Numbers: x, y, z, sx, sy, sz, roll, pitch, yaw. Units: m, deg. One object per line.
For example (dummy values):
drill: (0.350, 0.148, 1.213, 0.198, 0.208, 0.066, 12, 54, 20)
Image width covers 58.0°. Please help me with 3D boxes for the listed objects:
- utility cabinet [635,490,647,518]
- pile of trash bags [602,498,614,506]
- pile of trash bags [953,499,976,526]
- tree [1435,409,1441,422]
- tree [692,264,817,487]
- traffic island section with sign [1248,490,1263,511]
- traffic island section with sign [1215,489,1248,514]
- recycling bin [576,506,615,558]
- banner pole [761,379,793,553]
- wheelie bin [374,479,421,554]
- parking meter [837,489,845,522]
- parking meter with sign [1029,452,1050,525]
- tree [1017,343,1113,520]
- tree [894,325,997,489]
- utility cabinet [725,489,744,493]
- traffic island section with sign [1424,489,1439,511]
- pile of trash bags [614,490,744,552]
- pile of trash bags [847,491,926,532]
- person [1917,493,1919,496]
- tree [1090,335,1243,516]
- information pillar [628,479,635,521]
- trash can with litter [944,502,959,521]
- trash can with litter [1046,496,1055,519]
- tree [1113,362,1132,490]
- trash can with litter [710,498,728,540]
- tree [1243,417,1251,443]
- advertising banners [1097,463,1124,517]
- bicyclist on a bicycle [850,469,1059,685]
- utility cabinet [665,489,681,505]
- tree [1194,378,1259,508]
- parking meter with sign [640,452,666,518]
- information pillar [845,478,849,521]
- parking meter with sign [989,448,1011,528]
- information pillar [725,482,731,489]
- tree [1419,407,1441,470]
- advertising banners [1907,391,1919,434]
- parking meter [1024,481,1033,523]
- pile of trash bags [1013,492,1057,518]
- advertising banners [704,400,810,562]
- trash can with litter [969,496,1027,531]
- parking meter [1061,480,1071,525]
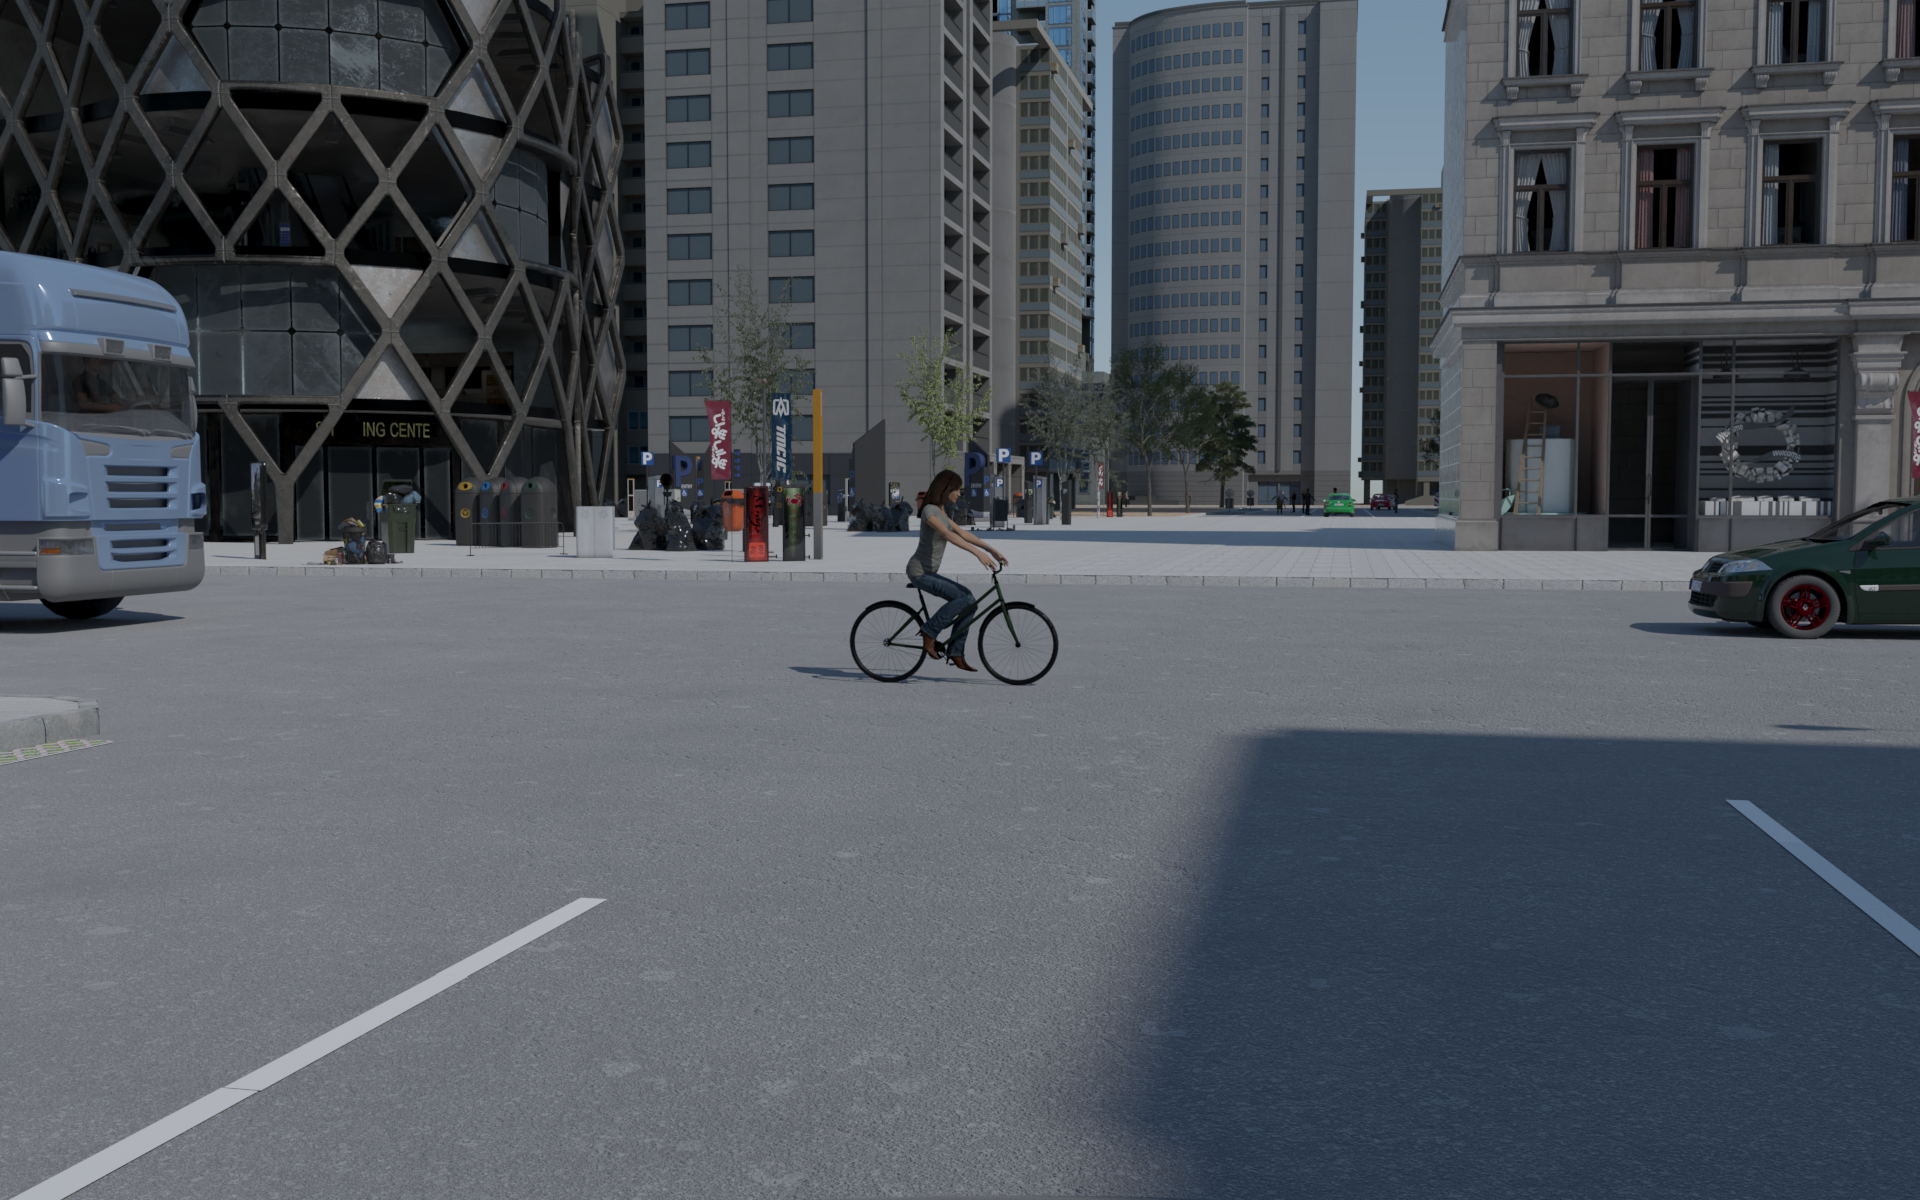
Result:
utility cabinet: (-16.856, -5.078, 91.702, 1.173, 1.500, 0.318, 3, 5, 41)
pile of trash bags: (-18.580, -5.180, 94.441, 3.447, 1.369, 1.912, 3, 5, 40)
pile of trash bags: (-0.676, -3.683, 69.973, 1.912, 1.369, 3.447, 1, 4, 21)
tree: (40.378, -13.755, 132.314, 7.806, 13.903, 7.818, 0, 3, 0)
tree: (-6.347, -6.405, 55.081, 4.360, 8.622, 3.978, 0, 3, 0)
traffic island section with sign: (25.327, -8.681, 150.556, 1.989, 1.847, 2.006, 1, 4, 12)
traffic island section with sign: (19.202, -6.992, 122.943, 1.989, 1.847, 2.006, 1, 4, 12)
recycling bin: (-7.377, -1.377, 35.075, 0.722, 1.027, 0.722, 0, 4, -7)
banner pole: (-4.036, -2.917, 37.716, 0.863, 3.779, 0.401, -2, 4, -27)
wheelie bin: (-12.151, -1.813, 37.548, 0.980, 1.594, 0.693, -3, 4, -37)
parking meter: (-5.511, -4.401, 80.366, 0.372, 1.533, 0.369, 0, 3, 0)
parking meter with sign: (3.349, -4.634, 72.023, 0.543, 3.016, 1.738, 1, 4, 15)
tree: (4.890, -8.167, 83.895, 4.360, 8.622, 3.978, 0, 3, 0)
tree: (-0.847, -7.666, 75.694, 4.737, 8.622, 4.395, 0, 3, 0)
utility cabinet: (-9.865, -4.188, 77.147, 1.173, 1.500, 0.318, 1, 4, 20)
traffic island section with sign: (40.215, -8.417, 146.250, 1.989, 1.847, 2.006, 1, 4, 12)
pile of trash bags: (-5.982, -1.806, 39.275, 3.447, 1.369, 1.912, 3, 5, 44)
pile of trash bags: (-2.240, -3.003, 58.858, 3.447, 1.369, 1.912, 3, 5, 40)
person: (11.349, -0.679, 19.856, 0.529, 1.795, 0.600, -2, 4, -31)
tree: (11.194, -10.183, 100.902, 8.767, 10.594, 7.601, 1, 4, 20)
information pillar: (-15.925, -4.856, 83.894, 0.304, 2.012, 0.304, 0, 4, -4)
trash can with litter: (-0.531, -2.573, 53.454, 0.624, 1.170, 1.055, 2, 4, 26)
trash can with litter: (4.252, -4.650, 87.419, 1.055, 1.170, 0.624, -1, 4, -12)
tree: (7.251, -8.599, 90.955, 4.360, 8.622, 3.978, 0, 3, 0)
trash can with litter: (-6.856, -2.260, 48.341, 0.624, 1.170, 1.055, -2, 4, -33)
tree: (15.369, -11.152, 116.748, 8.767, 10.594, 7.601, 0, 4, 0)
advertising banners: (8.295, -6.076, 95.524, 2.074, 3.025, 0.090, -3, 5, -40)
bicyclist on a bicycle: (-0.049, -0.183, 13.015, 1.625, 1.676, 1.499, 1, 4, 11)
utility cabinet: (-13.134, -4.319, 79.295, 0.318, 1.500, 1.173, -2, 4, -31)
tree: (24.721, -14.707, 162.517, 6.751, 12.117, 7.091, 0, 3, 0)
parking meter with sign: (-12.453, -4.562, 70.846, 0.543, 3.016, 1.738, -2, 4, -34)
information pillar: (-5.223, -4.713, 81.551, 0.304, 2.012, 0.304, -1, 4, -18)
parking meter with sign: (1.476, -4.296, 66.506, 0.543, 3.016, 1.738, -1, 4, -12)
information pillar: (-13.566, -5.931, 101.461, 0.304, 2.012, 0.304, 1, 4, 20)
tree: (45.188, -13.634, 157.335, 7.601, 10.594, 8.767, -1, 4, -12)
advertising banners: (17.030, -2.027, 29.323, 2.074, 3.025, 0.090, 0, 4, 1)
parking meter: (2.998, -4.291, 75.861, 0.255, 1.863, 0.399, -2, 4, -26)
pile of trash bags: (3.808, -5.210, 94.942, 1.912, 1.369, 3.447, -2, 4, -27)
advertising banners: (-3.813, -2.228, 32.619, 2.074, 3.025, 0.090, -2, 4, -26)
trash can with litter: (1.077, -3.005, 60.187, 2.233, 1.210, 1.678, 1, 4, 21)
parking meter: (4.409, -4.053, 71.972, 0.399, 1.863, 0.255, 2, 4, 27)
